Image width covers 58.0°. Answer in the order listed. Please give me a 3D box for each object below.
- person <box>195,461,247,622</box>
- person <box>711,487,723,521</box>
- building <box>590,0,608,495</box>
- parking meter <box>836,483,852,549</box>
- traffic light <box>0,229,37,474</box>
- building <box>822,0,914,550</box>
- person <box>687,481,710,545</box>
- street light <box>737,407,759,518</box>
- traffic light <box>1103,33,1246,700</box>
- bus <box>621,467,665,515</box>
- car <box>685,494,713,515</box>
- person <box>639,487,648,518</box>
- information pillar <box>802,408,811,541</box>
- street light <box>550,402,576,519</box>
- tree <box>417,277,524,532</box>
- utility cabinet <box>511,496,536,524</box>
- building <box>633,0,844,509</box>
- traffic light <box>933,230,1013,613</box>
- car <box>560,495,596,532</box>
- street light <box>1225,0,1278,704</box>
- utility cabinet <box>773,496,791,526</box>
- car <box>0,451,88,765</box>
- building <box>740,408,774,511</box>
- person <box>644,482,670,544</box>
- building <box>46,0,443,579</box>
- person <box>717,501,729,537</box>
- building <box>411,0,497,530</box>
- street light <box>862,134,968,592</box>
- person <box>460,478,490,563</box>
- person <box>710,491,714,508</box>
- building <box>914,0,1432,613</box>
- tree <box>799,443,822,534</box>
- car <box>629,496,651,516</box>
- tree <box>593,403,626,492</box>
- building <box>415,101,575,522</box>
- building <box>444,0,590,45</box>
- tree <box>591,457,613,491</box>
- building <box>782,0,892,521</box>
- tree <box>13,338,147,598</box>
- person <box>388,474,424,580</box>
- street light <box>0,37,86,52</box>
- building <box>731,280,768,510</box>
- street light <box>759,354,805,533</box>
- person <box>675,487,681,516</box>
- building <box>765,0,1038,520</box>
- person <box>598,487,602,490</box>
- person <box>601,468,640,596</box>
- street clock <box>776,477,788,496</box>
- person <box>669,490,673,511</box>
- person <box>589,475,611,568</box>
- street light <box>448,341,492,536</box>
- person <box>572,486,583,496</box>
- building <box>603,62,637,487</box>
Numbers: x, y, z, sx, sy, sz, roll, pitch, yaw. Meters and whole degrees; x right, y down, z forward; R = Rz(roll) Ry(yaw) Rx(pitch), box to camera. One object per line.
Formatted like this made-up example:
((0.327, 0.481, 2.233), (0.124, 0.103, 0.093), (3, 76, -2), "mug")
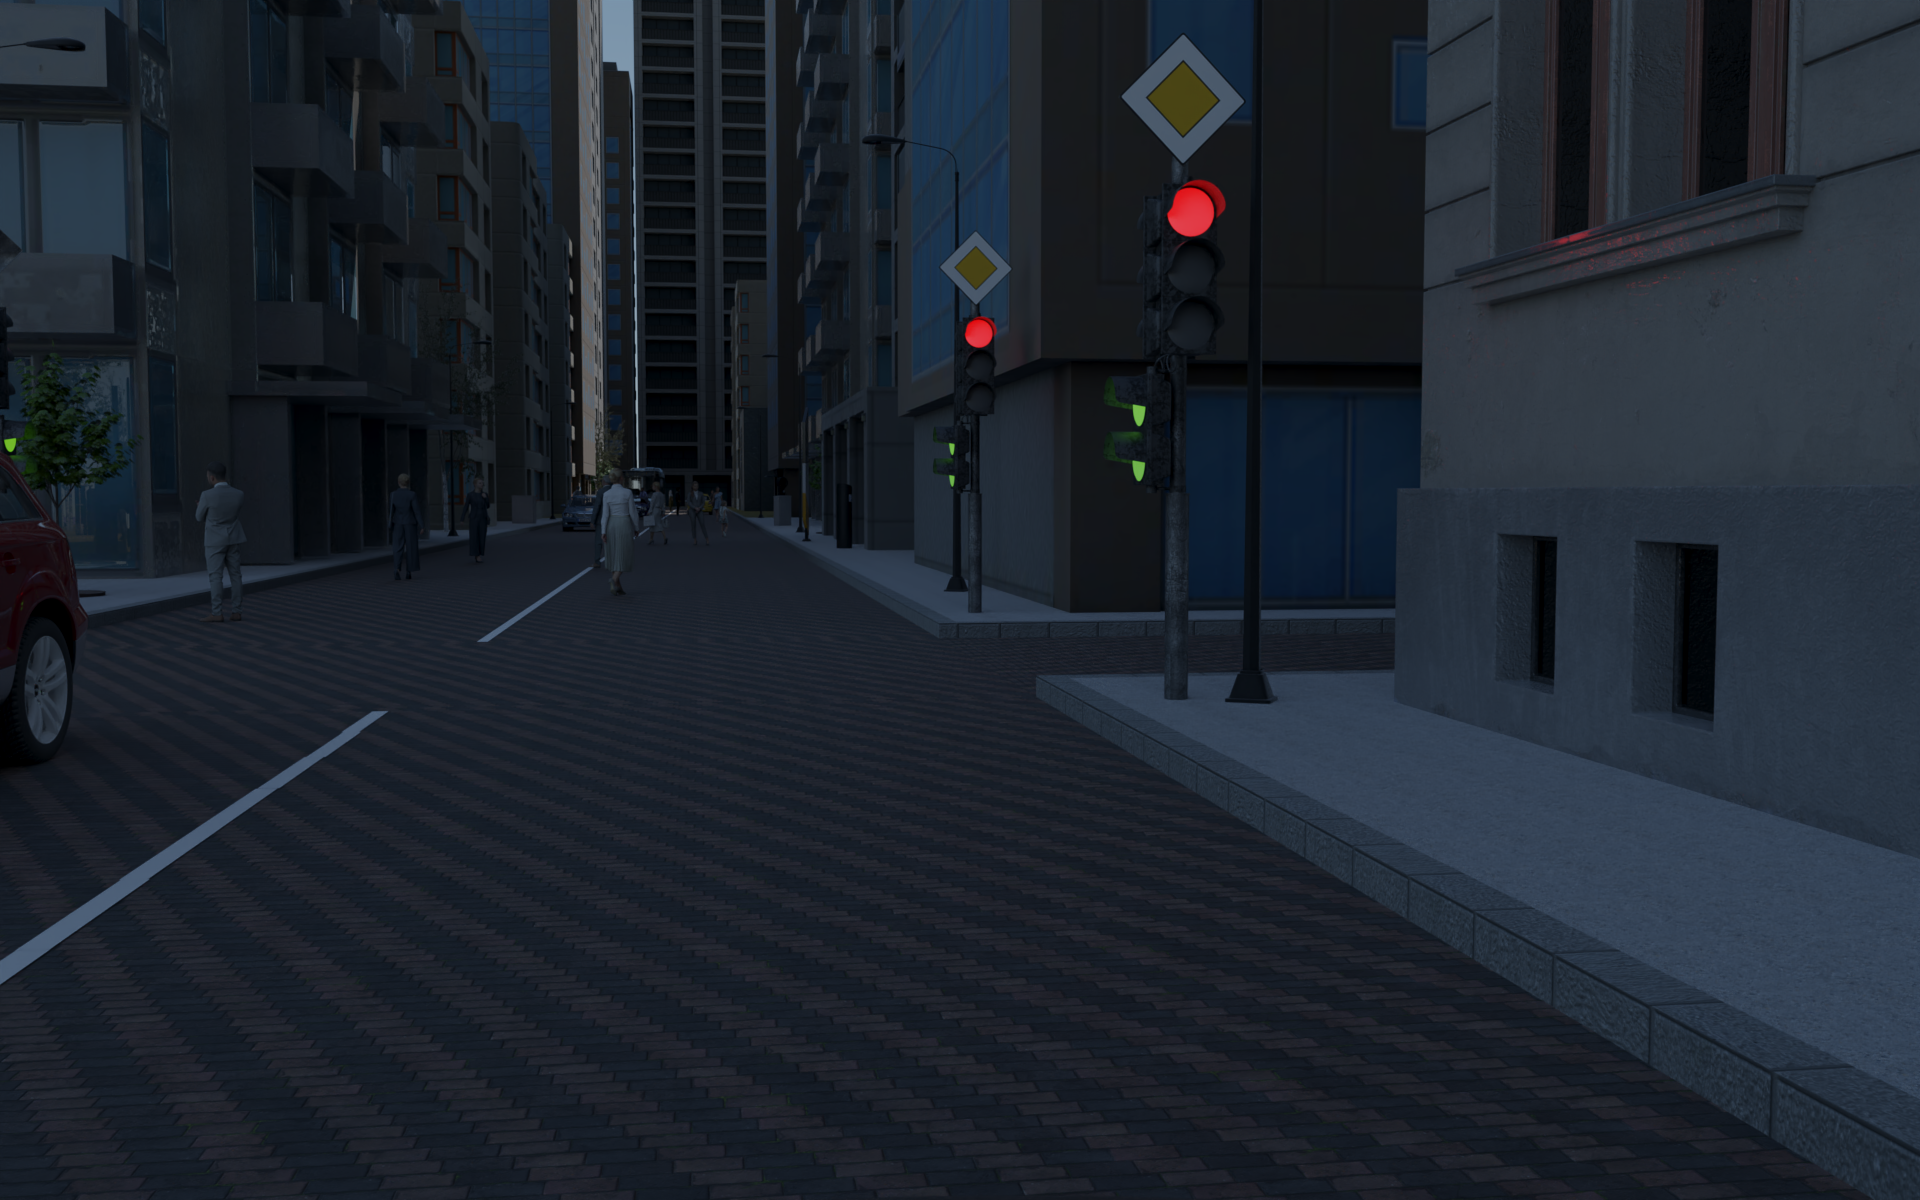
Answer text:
((-8.355, -0.663, 19.524), (0.466, 1.800, 0.511), (1, 4, 23), "person")
((-12.679, -5.009, 90.487), (0.616, 1.811, 0.778), (0, 4, 3), "person")
((-42.595, -43.773, 153.936), (20.611, 71.187, 20.563), (-1, 4, -9), "building")
((-2.733, -1.988, 40.917), (0.372, 1.533, 0.369), (0, 3, 0), "parking meter")
((-9.655, -1.726, 17.144), (0.839, 4.253, 0.868), (-1, 4, -9), "traffic light")
((7.300, -37.011, 43.389), (20.563, 71.187, 20.611), (-1, 4, -9), "building")
((-7.329, -2.429, 48.493), (0.520, 1.790, 0.573), (-2, 4, -35), "person")
((-11.163, -7.322, 92.252), (1.470, 5.913, 1.316), (-1, 4, -9), "street light")
((1.334, -1.334, 10.737), (0.839, 4.253, 0.868), (-1, 4, -9), "traffic light")
((-21.408, -7.476, 117.090), (2.948, 3.499, 13.247), (0, 4, -8), "bus")
((-17.974, -6.694, 119.667), (2.015, 1.641, 3.980), (-1, 4, -10), "car")
((-19.268, -5.897, 104.778), (0.709, 1.838, 0.599), (2, 4, 33), "person")
((-4.170, -3.392, 46.815), (0.183, 3.616, 0.504), (0, 4, 5), "information pillar")
((-20.058, -7.030, 87.487), (1.470, 5.913, 1.316), (-1, 4, -9), "street light")
((-17.145, -6.598, 58.233), (4.360, 8.622, 3.978), (0, 3, 0), "tree")
((-18.984, -3.930, 75.424), (1.020, 1.237, 0.306), (1, 4, 11), "utility cabinet")
((-23.963, -45.670, 184.951), (20.611, 71.187, 20.563), (-1, 4, -9), "building")
((0.143, -1.817, 18.633), (0.839, 4.253, 0.868), (-1, 4, -9), "traffic light")
((-14.593, -3.418, 67.881), (2.014, 1.417, 4.499), (-1, 4, -9), "car")
((1.273, -2.321, 10.496), (1.470, 5.913, 1.316), (-1, 4, -9), "street light")
((-7.231, -3.629, 70.503), (0.306, 1.237, 1.020), (1, 4, 22), "utility cabinet")
((-5.678, 0.064, 7.633), (2.281, 1.827, 5.304), (0, 4, -7), "car")
((-4.331, -49.588, 123.432), (22.319, 86.520, 31.000), (-1, 4, -9), "building")
((-8.612, -2.469, 49.226), (0.624, 1.780, 0.694), (3, 5, 40), "person")
((-23.546, -25.461, 35.894), (23.786, 49.044, 30.456), (-1, 4, -9), "building")
((-7.950, -2.706, 57.758), (0.505, 1.210, 0.382), (2, 4, 31), "person")
((-33.306, -13.961, 73.299), (27.650, 21.520, 28.899), (-1, 4, -9), "building")
((-0.576, -3.062, 22.609), (1.470, 5.913, 1.316), (-1, 4, -9), "street light")
((-10.136, -1.674, 36.284), (0.534, 1.772, 0.576), (3, 4, 37), "person")
((-23.866, -9.629, 166.481), (0.434, 1.755, 0.990), (1, 4, 18), "person")
((6.836, -22.914, 24.749), (14.200, 45.320, 14.600), (-1, 4, -9), "building")
((-4.151, -3.764, 56.144), (1.663, 3.219, 1.824), (0, 3, 0), "tree")
((-18.594, -5.312, 99.425), (1.945, 1.354, 3.894), (0, 4, -7), "car")
((-28.732, -11.465, 137.820), (4.360, 8.622, 3.978), (0, 3, 0), "tree")
((-38.258, -15.815, 103.615), (27.650, 21.520, 28.899), (-1, 4, -9), "building")
((-34.069, -29.062, 125.270), (14.600, 45.320, 14.200), (-1, 4, -9), "building")
((-30.014, -9.725, 142.717), (4.285, 4.588, 4.351), (0, 3, 0), "tree")
((4.243, -28.003, 77.453), (23.786, 49.044, 30.456), (-1, 4, -9), "building")
((-11.309, -1.646, 21.513), (1.663, 3.219, 1.824), (0, 3, 0), "tree")
((-9.261, -1.224, 28.940), (0.576, 1.772, 0.534), (-1, 4, -20), "person")
((-9.599, -2.762, 17.706), (1.470, 5.913, 1.316), (-1, 4, -9), "street light")
((-6.416, -19.029, 156.168), (27.650, 21.520, 28.899), (-1, 4, -9), "building")
((-5.858, -5.203, 57.611), (1.470, 5.913, 1.316), (-1, 4, -9), "street light")
((-18.378, -6.420, 113.098), (0.705, 1.869, 1.348), (0, 4, -5), "person")
((-4.131, -27.589, 101.193), (14.600, 45.320, 14.200), (-1, 4, -9), "building")
((-18.731, -4.999, 90.465), (0.641, 1.798, 0.478), (-2, 4, -23), "person")
((-4.830, -0.961, 24.445), (0.478, 1.798, 0.641), (1, 4, 16), "person")
((-7.556, -4.223, 73.609), (0.471, 2.002, 0.358), (-3, 5, -40), "street clock")
((-23.732, -8.163, 142.692), (0.721, 1.736, 1.217), (-1, 4, -10), "person")
((-6.949, -1.535, 33.769), (0.590, 1.801, 0.661), (3, 5, 43), "person")
((-14.848, -4.887, 52.451), (1.470, 5.913, 1.316), (-1, 4, -9), "street light")
((-18.432, -4.590, 83.653), (0.679, 1.850, 0.850), (2, 4, 24), "person")
((-40.986, -32.366, 179.301), (14.200, 45.320, 14.600), (-1, 4, -9), "building")
